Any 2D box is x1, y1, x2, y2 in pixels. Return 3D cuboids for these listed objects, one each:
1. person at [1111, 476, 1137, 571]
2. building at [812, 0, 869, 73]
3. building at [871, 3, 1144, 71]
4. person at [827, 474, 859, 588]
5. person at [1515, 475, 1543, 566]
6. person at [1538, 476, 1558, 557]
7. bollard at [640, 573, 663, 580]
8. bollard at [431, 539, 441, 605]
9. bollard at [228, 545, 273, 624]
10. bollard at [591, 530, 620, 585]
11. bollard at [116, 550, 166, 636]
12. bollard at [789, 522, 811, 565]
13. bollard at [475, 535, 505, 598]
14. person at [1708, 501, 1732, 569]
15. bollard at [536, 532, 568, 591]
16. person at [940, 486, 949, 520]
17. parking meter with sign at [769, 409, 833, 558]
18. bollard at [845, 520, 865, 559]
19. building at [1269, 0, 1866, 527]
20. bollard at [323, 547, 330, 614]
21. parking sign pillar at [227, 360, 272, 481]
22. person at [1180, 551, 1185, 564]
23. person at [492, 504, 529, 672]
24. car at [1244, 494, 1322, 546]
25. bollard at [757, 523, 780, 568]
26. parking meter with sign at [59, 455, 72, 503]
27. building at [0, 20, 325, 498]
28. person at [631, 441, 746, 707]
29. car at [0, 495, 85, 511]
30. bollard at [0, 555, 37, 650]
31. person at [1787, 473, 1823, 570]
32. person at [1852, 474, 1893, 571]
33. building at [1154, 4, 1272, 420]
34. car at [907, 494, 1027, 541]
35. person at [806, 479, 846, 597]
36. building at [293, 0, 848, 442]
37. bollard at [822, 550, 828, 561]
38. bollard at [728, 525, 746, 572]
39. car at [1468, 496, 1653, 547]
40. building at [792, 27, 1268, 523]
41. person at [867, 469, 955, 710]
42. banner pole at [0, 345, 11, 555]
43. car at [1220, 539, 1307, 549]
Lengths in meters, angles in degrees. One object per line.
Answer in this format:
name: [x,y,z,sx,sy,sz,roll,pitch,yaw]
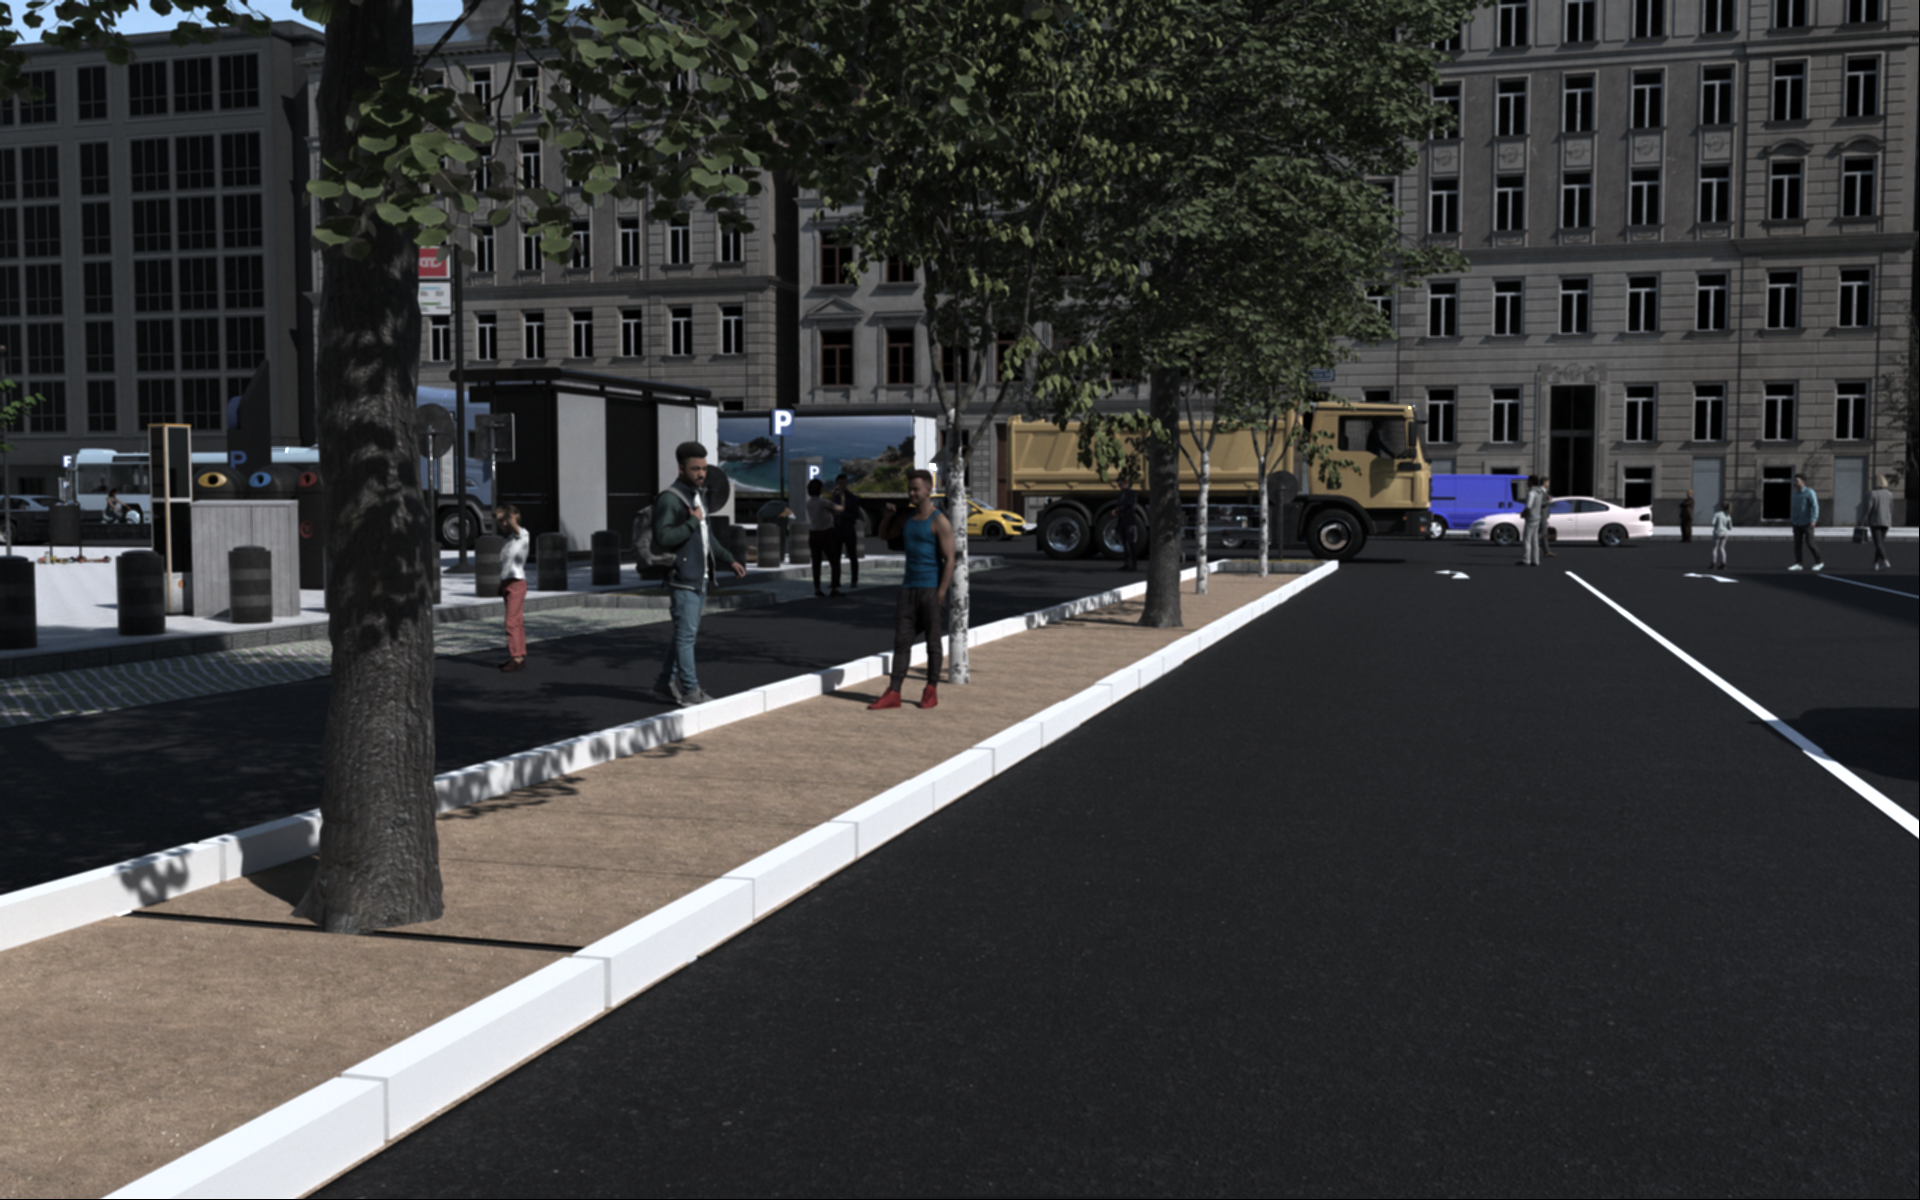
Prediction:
person: [3.061,-1.436,32.434,0.568,1.767,0.683,-2,4,-34]
building: [-17.882,-45.275,178.501,20.611,71.187,20.563,1,4,16]
building: [6.602,-33.664,170.008,30.456,49.044,23.786,1,4,16]
person: [-1.805,-1.046,26.301,0.576,1.737,0.504,1,4,12]
person: [11.305,-1.576,34.412,0.789,1.805,0.875,3,5,41]
person: [13.143,-1.881,39.220,0.822,1.834,0.622,0,4,6]
bollard: [-4.596,-0.686,25.933,0.404,0.777,0.398,0,3,0]
bollard: [-6.260,-0.334,20.176,0.404,0.777,0.398,0,3,0]
bollard: [-7.091,-0.158,17.306,0.404,0.777,0.398,0,3,0]
bollard: [-5.011,-0.598,24.497,0.404,0.777,0.398,0,3,0]
bollard: [-7.506,-0.071,15.870,0.404,0.777,0.398,0,3,0]
bollard: [-2.928,-1.039,31.701,0.404,0.777,0.398,0,3,0]
bollard: [-5.845,-0.422,21.612,0.404,0.777,0.398,0,3,0]
person: [14.452,-1.236,32.980,0.425,1.301,0.394,-2,4,-23]
bollard: [-5.430,-0.510,23.047,0.404,0.777,0.398,0,3,0]
person: [-0.158,-1.161,29.182,0.593,1.614,0.444,-3,5,-43]
parking meter with sign: [-3.144,-2.371,35.022,0.543,3.016,1.738,-3,4,-39]
bollard: [-2.100,-1.214,34.572,0.404,0.777,0.398,0,3,0]
building: [26.092,-16.937,74.184,25.104,27.353,12.463,1,4,16]
bollard: [-6.673,-0.246,18.741,0.404,0.777,0.398,0,3,0]
parking sign pillar: [-14.047,-2.800,34.258,1.447,3.967,1.447,0,4,-3]
person: [4.344,-1.496,35.171,0.471,1.553,0.569,0,4,1]
person: [-3.679,-0.107,14.160,0.340,1.345,0.435,-3,4,-39]
car: [9.236,-2.366,48.477,4.222,1.686,2.009,1,4,15]
bollard: [-3.345,-0.950,30.253,0.404,0.777,0.398,0,3,0]
parking meter with sign: [-40.668,-5.047,78.783,0.543,3.016,1.738,-3,4,-37]
building: [-42.103,-18.447,95.111,24.014,27.812,14.314,1,4,16]
person: [-1.836,-0.171,11.649,0.721,1.781,0.623,0,4,3]
car: [-28.686,-2.478,52.523,4.499,1.417,2.014,1,4,15]
bollard: [-7.924,0.018,14.430,0.404,0.777,0.398,0,3,0]
person: [15.975,-1.477,32.666,0.620,1.820,0.660,-1,4,-19]
person: [17.163,-1.455,32.469,0.709,1.800,0.728,0,4,-7]
building: [38.296,-49.078,240.671,20.611,71.187,20.563,1,4,16]
car: [0.087,-2.645,53.477,3.980,1.641,2.015,1,4,16]
person: [-1.874,-0.871,24.193,0.566,1.644,0.517,-1,4,-16]
building: [-18.724,-17.729,87.128,25.104,27.353,12.463,1,4,16]
bollard: [-2.519,-1.127,33.138,0.404,0.777,0.398,0,3,0]
bollard: [-3.762,-0.862,28.816,0.404,0.777,0.398,0,3,0]
car: [16.568,-2.172,47.877,4.827,1.381,2.083,1,4,16]
building: [3.559,-14.924,80.168,21.152,22.565,11.583,1,4,16]
person: [-0.332,-0.076,11.609,0.647,1.594,0.662,2,4,28]
banner pole: [-16.216,-2.410,29.426,0.401,3.779,0.863,-2,4,-29]
car: [8.552,-2.024,45.679,3.894,1.354,1.945,1,4,15]
